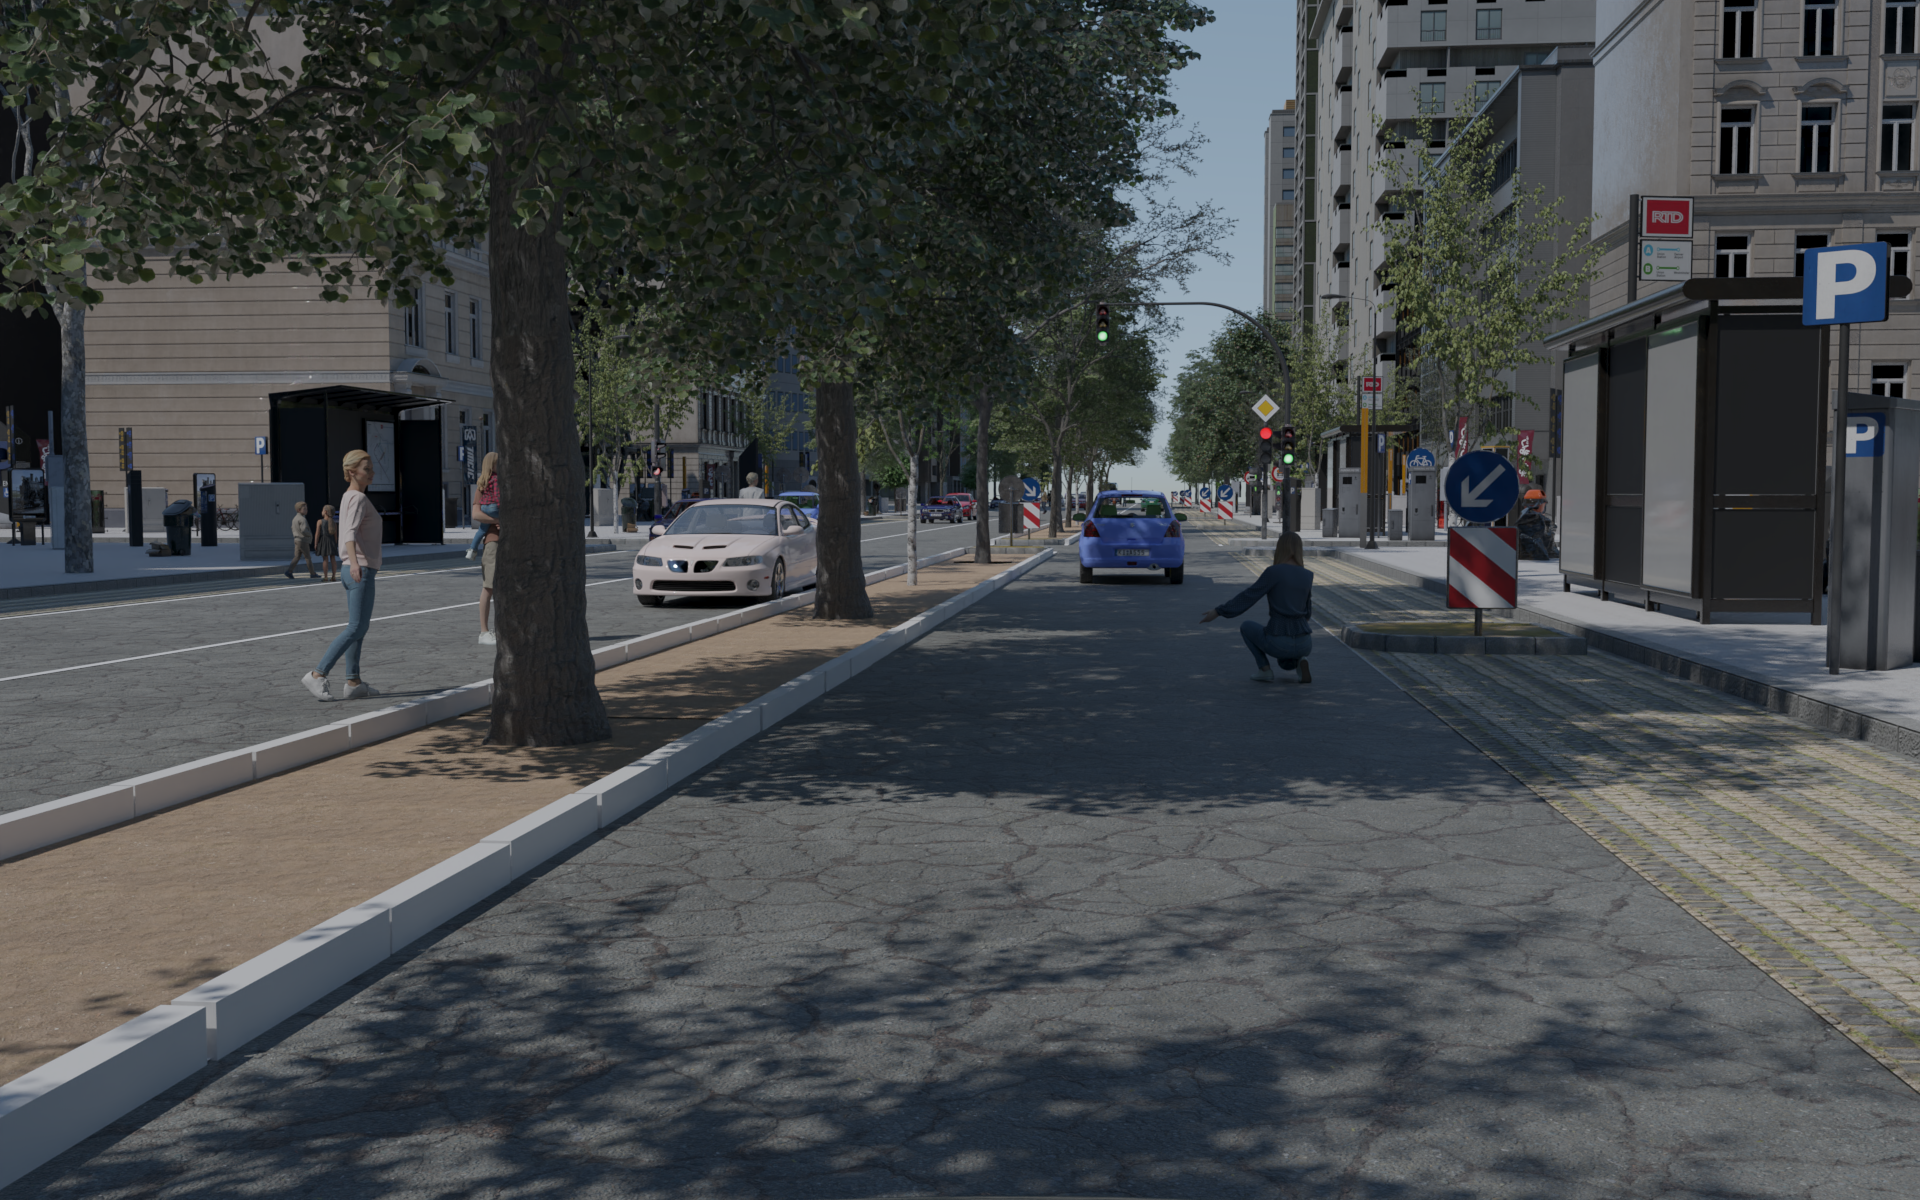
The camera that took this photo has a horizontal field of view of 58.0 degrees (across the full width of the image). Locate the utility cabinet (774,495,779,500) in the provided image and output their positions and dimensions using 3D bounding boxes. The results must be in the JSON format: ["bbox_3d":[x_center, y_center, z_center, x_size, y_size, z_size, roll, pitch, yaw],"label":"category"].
[{"bbox_3d":[-8.908,-4.696,87.934,1.020,1.237,0.306,0,4,8],"label":"utility cabinet"}]

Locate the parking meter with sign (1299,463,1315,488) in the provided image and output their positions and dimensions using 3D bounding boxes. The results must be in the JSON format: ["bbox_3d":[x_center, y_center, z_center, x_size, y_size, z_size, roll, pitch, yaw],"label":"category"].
[{"bbox_3d":[19.318,-6.058,95.309,0.543,3.016,1.738,-1,4,-16],"label":"parking meter with sign"}]

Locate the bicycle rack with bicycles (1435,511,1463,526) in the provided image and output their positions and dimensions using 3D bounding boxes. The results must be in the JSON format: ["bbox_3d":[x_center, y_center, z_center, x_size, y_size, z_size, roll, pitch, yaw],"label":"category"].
[{"bbox_3d":[19.404,-3.292,67.206,2.852,0.926,2.925,0,4,2],"label":"bicycle rack with bicycles"}]

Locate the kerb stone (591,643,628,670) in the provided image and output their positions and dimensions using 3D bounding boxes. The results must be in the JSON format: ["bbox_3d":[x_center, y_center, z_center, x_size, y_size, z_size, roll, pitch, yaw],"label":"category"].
[{"bbox_3d":[-2.961,0.490,14.251,0.120,0.150,1.000,0,4,6],"label":"kerb stone"}]

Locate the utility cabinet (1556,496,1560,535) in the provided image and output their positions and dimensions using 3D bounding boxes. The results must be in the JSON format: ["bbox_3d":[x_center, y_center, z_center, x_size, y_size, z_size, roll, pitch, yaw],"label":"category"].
[{"bbox_3d":[19.293,-2.698,55.280,0.306,1.237,1.020,2,4,30],"label":"utility cabinet"}]

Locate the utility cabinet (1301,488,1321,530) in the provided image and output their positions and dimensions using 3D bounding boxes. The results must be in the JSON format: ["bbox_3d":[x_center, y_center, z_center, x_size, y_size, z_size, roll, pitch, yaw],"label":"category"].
[{"bbox_3d":[12.388,-3.264,62.052,0.318,1.500,1.173,-3,4,-36],"label":"utility cabinet"}]

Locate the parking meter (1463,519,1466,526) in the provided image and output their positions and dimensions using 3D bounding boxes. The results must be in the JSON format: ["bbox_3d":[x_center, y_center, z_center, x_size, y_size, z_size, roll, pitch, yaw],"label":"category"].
[{"bbox_3d":[15.830,-2.949,53.932,0.255,1.863,0.399,1,4,20],"label":"parking meter"}]

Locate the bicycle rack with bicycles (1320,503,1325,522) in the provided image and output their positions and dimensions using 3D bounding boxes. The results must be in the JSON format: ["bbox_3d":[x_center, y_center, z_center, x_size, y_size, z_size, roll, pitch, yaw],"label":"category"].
[{"bbox_3d":[14.926,-3.371,68.492,2.852,0.926,2.925,2,4,30],"label":"bicycle rack with bicycles"}]

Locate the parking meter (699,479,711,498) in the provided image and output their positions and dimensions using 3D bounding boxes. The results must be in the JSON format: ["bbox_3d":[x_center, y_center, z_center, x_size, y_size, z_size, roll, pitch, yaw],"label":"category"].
[{"bbox_3d":[-9.975,-3.796,67.768,0.399,1.863,0.255,-3,4,-37],"label":"parking meter"}]

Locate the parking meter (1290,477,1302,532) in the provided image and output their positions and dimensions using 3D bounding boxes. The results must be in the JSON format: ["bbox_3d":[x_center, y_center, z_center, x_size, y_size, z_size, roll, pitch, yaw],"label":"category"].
[{"bbox_3d":[11.318,-3.229,58.510,0.255,1.863,0.399,-3,4,-38],"label":"parking meter"}]

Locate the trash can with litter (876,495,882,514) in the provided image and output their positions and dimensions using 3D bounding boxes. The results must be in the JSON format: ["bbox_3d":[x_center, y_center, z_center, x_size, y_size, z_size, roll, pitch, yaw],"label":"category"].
[{"bbox_3d":[-5.855,-6.091,110.649,2.233,1.210,1.678,-1,4,-17],"label":"trash can with litter"}]

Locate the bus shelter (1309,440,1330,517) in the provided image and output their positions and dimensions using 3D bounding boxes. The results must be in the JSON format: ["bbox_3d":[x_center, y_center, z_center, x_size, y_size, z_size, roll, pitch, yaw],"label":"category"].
[{"bbox_3d":[16.571,-5.243,77.006,1.731,3.624,6.357,0,4,6],"label":"bus shelter"}]

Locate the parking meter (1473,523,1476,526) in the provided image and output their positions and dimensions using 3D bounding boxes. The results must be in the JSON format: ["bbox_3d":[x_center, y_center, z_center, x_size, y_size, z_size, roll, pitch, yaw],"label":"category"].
[{"bbox_3d":[8.544,-1.210,28.199,0.372,1.533,0.369,0,3,0],"label":"parking meter"}]

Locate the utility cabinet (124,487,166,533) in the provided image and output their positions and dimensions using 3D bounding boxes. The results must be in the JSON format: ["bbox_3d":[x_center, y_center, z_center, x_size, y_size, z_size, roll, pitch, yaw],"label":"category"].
[{"bbox_3d":[-26.621,-2.931,56.603,1.173,1.500,0.318,-3,4,-37],"label":"utility cabinet"}]

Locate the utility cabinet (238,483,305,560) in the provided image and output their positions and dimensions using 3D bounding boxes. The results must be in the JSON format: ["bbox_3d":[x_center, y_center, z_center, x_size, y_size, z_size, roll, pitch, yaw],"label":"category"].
[{"bbox_3d":[-13.296,-1.516,33.473,1.173,1.500,0.318,-2,4,-25],"label":"utility cabinet"}]

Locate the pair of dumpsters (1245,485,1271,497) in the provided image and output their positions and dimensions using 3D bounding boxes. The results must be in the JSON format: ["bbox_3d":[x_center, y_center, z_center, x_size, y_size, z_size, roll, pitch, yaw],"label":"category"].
[{"bbox_3d":[20.455,-7.109,118.729,1.574,2.255,4.437,0,4,7],"label":"pair of dumpsters"}]

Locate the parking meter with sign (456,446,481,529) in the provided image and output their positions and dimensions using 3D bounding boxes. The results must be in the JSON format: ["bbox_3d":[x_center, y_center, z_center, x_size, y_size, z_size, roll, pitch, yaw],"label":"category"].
[{"bbox_3d":[-17.350,-4.067,62.764,1.738,3.016,0.543,2,4,24],"label":"parking meter with sign"}]

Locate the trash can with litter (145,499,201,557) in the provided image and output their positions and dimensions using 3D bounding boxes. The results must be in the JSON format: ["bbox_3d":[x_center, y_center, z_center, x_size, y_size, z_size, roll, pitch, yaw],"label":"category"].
[{"bbox_3d":[-16.261,-1.491,35.761,0.624,1.170,1.055,1,4,16],"label":"trash can with litter"}]

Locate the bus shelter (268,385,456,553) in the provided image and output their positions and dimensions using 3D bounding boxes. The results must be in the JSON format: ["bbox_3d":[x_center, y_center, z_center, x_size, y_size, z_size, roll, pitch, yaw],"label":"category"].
[{"bbox_3d":[-13.803,-3.007,40.447,1.731,3.624,6.357,0,4,7],"label":"bus shelter"}]

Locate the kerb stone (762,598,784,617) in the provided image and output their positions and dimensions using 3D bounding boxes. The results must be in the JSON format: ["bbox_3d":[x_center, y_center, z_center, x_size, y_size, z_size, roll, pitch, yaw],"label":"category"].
[{"bbox_3d":[-2.264,0.116,20.360,0.120,0.150,1.000,0,4,6],"label":"kerb stone"}]

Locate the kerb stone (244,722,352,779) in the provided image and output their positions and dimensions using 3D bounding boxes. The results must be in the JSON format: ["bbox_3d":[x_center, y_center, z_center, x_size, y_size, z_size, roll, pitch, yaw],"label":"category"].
[{"bbox_3d":[-3.516,0.801,9.147,0.120,0.150,1.000,0,4,6],"label":"kerb stone"}]

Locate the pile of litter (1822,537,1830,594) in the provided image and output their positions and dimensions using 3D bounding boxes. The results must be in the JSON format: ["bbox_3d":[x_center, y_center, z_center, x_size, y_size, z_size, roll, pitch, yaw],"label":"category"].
[{"bbox_3d":[11.017,-0.480,21.812,1.176,0.858,1.719,-1,4,-14],"label":"pile of litter"}]

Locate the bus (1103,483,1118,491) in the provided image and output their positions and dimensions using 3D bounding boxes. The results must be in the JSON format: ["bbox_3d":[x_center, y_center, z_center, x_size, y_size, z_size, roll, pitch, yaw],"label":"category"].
[{"bbox_3d":[23.292,-16.869,270.672,2.948,3.499,13.247,0,4,7],"label":"bus"}]

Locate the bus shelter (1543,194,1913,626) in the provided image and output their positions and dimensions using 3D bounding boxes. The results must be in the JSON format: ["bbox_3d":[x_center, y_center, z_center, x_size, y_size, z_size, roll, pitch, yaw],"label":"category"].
[{"bbox_3d":[8.533,-2.652,20.996,2.179,5.291,8.768,0,4,6],"label":"bus shelter"}]

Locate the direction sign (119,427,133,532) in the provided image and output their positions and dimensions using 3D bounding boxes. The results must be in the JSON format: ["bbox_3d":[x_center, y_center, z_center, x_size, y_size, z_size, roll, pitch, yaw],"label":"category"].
[{"bbox_3d":[-28.408,-4.101,59.045,0.876,3.537,0.379,3,4,38],"label":"direction sign"}]

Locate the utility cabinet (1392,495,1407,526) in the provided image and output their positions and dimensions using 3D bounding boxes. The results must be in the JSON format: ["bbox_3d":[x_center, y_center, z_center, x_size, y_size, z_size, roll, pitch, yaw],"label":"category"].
[{"bbox_3d":[18.109,-3.646,70.778,0.306,1.237,1.020,-2,4,-24],"label":"utility cabinet"}]

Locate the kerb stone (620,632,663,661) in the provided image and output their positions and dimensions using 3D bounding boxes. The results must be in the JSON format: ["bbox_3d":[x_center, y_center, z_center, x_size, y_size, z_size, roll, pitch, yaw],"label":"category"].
[{"bbox_3d":[-2.839,0.423,15.274,0.120,0.150,1.000,0,4,6],"label":"kerb stone"}]

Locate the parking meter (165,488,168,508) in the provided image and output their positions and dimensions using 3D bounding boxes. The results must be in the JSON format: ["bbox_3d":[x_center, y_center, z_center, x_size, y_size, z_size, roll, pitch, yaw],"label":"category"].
[{"bbox_3d":[-38.910,-4.640,84.283,0.372,1.533,0.369,0,3,0],"label":"parking meter"}]

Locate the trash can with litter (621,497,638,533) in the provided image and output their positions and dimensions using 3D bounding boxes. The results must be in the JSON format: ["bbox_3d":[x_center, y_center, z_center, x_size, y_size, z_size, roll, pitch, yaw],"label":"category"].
[{"bbox_3d":[-10.905,-2.825,57.578,0.624,1.170,1.055,-2,4,-24],"label":"trash can with litter"}]

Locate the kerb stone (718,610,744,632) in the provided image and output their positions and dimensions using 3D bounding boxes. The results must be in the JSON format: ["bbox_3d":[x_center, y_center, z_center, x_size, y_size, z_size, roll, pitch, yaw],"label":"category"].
[{"bbox_3d":[-2.490,0.243,18.328,0.120,0.150,1.000,0,4,6],"label":"kerb stone"}]

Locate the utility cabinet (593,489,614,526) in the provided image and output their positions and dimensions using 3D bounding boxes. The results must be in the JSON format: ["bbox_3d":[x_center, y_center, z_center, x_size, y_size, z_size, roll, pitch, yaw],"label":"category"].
[{"bbox_3d":[-14.227,-3.703,69.223,0.318,1.500,1.173,1,4,22],"label":"utility cabinet"}]

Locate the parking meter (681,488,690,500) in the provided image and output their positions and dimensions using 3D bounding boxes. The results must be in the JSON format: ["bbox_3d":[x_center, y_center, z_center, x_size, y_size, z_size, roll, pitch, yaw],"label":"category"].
[{"bbox_3d":[-11.861,-4.070,74.957,0.372,1.533,0.369,0,3,0],"label":"parking meter"}]

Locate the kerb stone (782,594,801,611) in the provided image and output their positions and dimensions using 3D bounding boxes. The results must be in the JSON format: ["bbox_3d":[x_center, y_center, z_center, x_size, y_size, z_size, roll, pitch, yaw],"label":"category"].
[{"bbox_3d":[-2.150,0.058,21.376,0.120,0.150,1.000,0,4,6],"label":"kerb stone"}]

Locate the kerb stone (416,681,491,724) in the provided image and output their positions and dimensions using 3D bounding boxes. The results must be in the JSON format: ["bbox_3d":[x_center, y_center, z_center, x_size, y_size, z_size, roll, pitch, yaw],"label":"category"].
[{"bbox_3d":[-3.295,0.673,11.200,0.120,0.150,1.000,0,4,6],"label":"kerb stone"}]

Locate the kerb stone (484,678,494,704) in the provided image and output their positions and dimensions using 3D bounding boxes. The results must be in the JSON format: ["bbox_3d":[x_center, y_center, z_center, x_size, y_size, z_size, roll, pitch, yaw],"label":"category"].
[{"bbox_3d":[-3.180,0.610,12.218,0.120,0.150,1.000,0,4,6],"label":"kerb stone"}]

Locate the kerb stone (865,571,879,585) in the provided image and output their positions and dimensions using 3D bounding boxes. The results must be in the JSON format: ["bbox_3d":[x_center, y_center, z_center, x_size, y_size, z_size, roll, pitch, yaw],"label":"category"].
[{"bbox_3d":[-1.471,-0.322,27.498,0.120,0.150,1.000,0,4,6],"label":"kerb stone"}]

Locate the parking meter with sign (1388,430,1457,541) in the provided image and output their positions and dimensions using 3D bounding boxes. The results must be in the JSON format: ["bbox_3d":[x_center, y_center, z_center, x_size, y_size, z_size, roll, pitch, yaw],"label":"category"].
[{"bbox_3d":[12.655,-3.134,47.494,1.738,3.016,0.543,0,4,4],"label":"parking meter with sign"}]

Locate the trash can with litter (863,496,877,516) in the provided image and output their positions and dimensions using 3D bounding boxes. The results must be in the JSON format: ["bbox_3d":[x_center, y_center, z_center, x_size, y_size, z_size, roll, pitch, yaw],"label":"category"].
[{"bbox_3d":[-5.279,-5.472,100.851,0.624,1.170,1.055,-3,4,-39],"label":"trash can with litter"}]

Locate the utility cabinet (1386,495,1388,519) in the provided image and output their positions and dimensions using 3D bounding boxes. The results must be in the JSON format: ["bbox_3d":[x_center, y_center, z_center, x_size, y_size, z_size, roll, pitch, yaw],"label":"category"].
[{"bbox_3d":[22.021,-4.765,89.069,0.306,1.237,1.020,-2,4,-30],"label":"utility cabinet"}]

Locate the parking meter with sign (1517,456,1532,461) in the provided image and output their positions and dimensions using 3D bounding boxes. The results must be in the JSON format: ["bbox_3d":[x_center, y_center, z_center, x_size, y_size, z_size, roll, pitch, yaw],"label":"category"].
[{"bbox_3d":[22.368,-4.479,69.485,0.543,3.016,1.738,2,4,35],"label":"parking meter with sign"}]

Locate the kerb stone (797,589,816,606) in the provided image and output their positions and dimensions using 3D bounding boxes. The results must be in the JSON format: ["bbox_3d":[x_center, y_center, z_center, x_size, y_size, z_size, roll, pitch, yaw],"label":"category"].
[{"bbox_3d":[-2.034,-0.012,22.391,0.120,0.150,1.000,0,4,6],"label":"kerb stone"}]

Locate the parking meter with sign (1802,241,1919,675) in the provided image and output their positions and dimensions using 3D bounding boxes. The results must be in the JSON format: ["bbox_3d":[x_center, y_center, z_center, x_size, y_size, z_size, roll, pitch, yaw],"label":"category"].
[{"bbox_3d":[6.801,-1.012,12.803,1.738,3.016,0.543,-3,5,-45],"label":"parking meter with sign"}]

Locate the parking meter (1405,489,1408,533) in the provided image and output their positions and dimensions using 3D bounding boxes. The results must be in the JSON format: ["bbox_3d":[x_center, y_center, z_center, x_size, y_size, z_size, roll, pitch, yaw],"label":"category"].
[{"bbox_3d":[15.026,-3.010,57.631,0.372,1.533,0.369,0,3,0],"label":"parking meter"}]

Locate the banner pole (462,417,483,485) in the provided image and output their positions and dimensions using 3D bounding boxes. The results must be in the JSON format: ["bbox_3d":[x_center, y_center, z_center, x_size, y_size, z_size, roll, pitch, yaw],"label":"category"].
[{"bbox_3d":[-15.622,-4.026,55.839,0.863,3.779,0.401,-3,5,-41],"label":"banner pole"}]

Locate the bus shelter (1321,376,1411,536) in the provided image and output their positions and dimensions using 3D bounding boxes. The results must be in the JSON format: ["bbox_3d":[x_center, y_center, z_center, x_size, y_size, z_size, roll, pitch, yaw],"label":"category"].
[{"bbox_3d":[13.031,-4.829,56.589,2.179,5.291,8.768,0,4,6],"label":"bus shelter"}]

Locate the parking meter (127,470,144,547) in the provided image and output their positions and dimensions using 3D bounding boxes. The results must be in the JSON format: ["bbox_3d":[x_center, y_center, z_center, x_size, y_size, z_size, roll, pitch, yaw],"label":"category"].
[{"bbox_3d":[-20.175,-2.242,42.372,0.255,1.863,0.399,-3,4,-38],"label":"parking meter"}]

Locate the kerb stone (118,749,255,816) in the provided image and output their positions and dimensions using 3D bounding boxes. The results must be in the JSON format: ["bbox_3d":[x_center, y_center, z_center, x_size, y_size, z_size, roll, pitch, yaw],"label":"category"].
[{"bbox_3d":[-3.637,0.860,8.132,0.120,0.150,1.000,0,4,6],"label":"kerb stone"}]

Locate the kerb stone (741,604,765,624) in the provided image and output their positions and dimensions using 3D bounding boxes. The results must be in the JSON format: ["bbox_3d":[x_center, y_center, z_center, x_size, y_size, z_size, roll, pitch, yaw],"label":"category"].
[{"bbox_3d":[-2.373,0.177,19.343,0.120,0.150,1.000,0,4,6],"label":"kerb stone"}]

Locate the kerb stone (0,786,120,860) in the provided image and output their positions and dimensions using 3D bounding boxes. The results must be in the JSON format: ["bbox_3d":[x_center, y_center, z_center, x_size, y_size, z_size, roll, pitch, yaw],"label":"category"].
[{"bbox_3d":[-3.744,0.922,7.115,0.120,0.150,1.000,0,4,6],"label":"kerb stone"}]

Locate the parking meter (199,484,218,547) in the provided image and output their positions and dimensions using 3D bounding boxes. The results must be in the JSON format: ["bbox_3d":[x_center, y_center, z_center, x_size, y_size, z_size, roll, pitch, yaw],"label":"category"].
[{"bbox_3d":[-18.426,-2.083,42.468,0.372,1.533,0.369,0,3,0],"label":"parking meter"}]

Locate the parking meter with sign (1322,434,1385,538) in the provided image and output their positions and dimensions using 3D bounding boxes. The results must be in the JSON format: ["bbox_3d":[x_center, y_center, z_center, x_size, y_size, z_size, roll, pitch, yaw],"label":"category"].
[{"bbox_3d":[11.478,-3.328,50.671,1.738,3.016,0.543,2,4,35],"label":"parking meter with sign"}]

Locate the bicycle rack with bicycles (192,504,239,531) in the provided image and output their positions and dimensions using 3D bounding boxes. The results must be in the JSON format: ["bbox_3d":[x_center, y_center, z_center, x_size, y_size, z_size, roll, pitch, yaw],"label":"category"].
[{"bbox_3d":[-25.882,-2.912,60.999,2.925,0.926,2.852,-2,4,-33],"label":"bicycle rack with bicycles"}]

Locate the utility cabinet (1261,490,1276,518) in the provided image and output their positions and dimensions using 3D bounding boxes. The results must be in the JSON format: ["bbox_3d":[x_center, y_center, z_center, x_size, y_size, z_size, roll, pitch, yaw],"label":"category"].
[{"bbox_3d":[16.197,-5.060,91.403,0.318,1.500,1.173,0,4,-6],"label":"utility cabinet"}]

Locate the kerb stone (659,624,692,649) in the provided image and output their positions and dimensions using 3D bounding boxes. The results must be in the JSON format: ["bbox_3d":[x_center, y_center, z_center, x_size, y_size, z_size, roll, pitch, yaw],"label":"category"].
[{"bbox_3d":[-2.734,0.362,16.291,0.120,0.150,1.000,0,4,6],"label":"kerb stone"}]

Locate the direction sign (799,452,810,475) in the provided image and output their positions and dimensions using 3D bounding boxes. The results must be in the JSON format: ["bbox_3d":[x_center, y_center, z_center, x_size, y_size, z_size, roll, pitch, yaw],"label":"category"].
[{"bbox_3d":[-8.311,-6.152,92.580,0.379,3.537,0.876,-3,5,-42],"label":"direction sign"}]

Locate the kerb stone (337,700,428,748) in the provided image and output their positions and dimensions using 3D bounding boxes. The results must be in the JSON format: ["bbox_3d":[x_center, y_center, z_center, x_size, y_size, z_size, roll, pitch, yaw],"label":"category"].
[{"bbox_3d":[-3.405,0.735,10.173,0.120,0.150,1.000,0,4,6],"label":"kerb stone"}]

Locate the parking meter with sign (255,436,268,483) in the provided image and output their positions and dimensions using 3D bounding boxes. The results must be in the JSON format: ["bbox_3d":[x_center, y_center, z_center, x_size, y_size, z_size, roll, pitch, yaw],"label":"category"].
[{"bbox_3d":[-20.663,-3.480,53.156,0.543,3.016,1.738,2,4,35],"label":"parking meter with sign"}]

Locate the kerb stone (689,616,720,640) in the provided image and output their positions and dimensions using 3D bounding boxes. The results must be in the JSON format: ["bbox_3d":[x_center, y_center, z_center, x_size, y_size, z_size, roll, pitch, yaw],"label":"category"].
[{"bbox_3d":[-2.609,0.299,17.312,0.120,0.150,1.000,0,4,6],"label":"kerb stone"}]
